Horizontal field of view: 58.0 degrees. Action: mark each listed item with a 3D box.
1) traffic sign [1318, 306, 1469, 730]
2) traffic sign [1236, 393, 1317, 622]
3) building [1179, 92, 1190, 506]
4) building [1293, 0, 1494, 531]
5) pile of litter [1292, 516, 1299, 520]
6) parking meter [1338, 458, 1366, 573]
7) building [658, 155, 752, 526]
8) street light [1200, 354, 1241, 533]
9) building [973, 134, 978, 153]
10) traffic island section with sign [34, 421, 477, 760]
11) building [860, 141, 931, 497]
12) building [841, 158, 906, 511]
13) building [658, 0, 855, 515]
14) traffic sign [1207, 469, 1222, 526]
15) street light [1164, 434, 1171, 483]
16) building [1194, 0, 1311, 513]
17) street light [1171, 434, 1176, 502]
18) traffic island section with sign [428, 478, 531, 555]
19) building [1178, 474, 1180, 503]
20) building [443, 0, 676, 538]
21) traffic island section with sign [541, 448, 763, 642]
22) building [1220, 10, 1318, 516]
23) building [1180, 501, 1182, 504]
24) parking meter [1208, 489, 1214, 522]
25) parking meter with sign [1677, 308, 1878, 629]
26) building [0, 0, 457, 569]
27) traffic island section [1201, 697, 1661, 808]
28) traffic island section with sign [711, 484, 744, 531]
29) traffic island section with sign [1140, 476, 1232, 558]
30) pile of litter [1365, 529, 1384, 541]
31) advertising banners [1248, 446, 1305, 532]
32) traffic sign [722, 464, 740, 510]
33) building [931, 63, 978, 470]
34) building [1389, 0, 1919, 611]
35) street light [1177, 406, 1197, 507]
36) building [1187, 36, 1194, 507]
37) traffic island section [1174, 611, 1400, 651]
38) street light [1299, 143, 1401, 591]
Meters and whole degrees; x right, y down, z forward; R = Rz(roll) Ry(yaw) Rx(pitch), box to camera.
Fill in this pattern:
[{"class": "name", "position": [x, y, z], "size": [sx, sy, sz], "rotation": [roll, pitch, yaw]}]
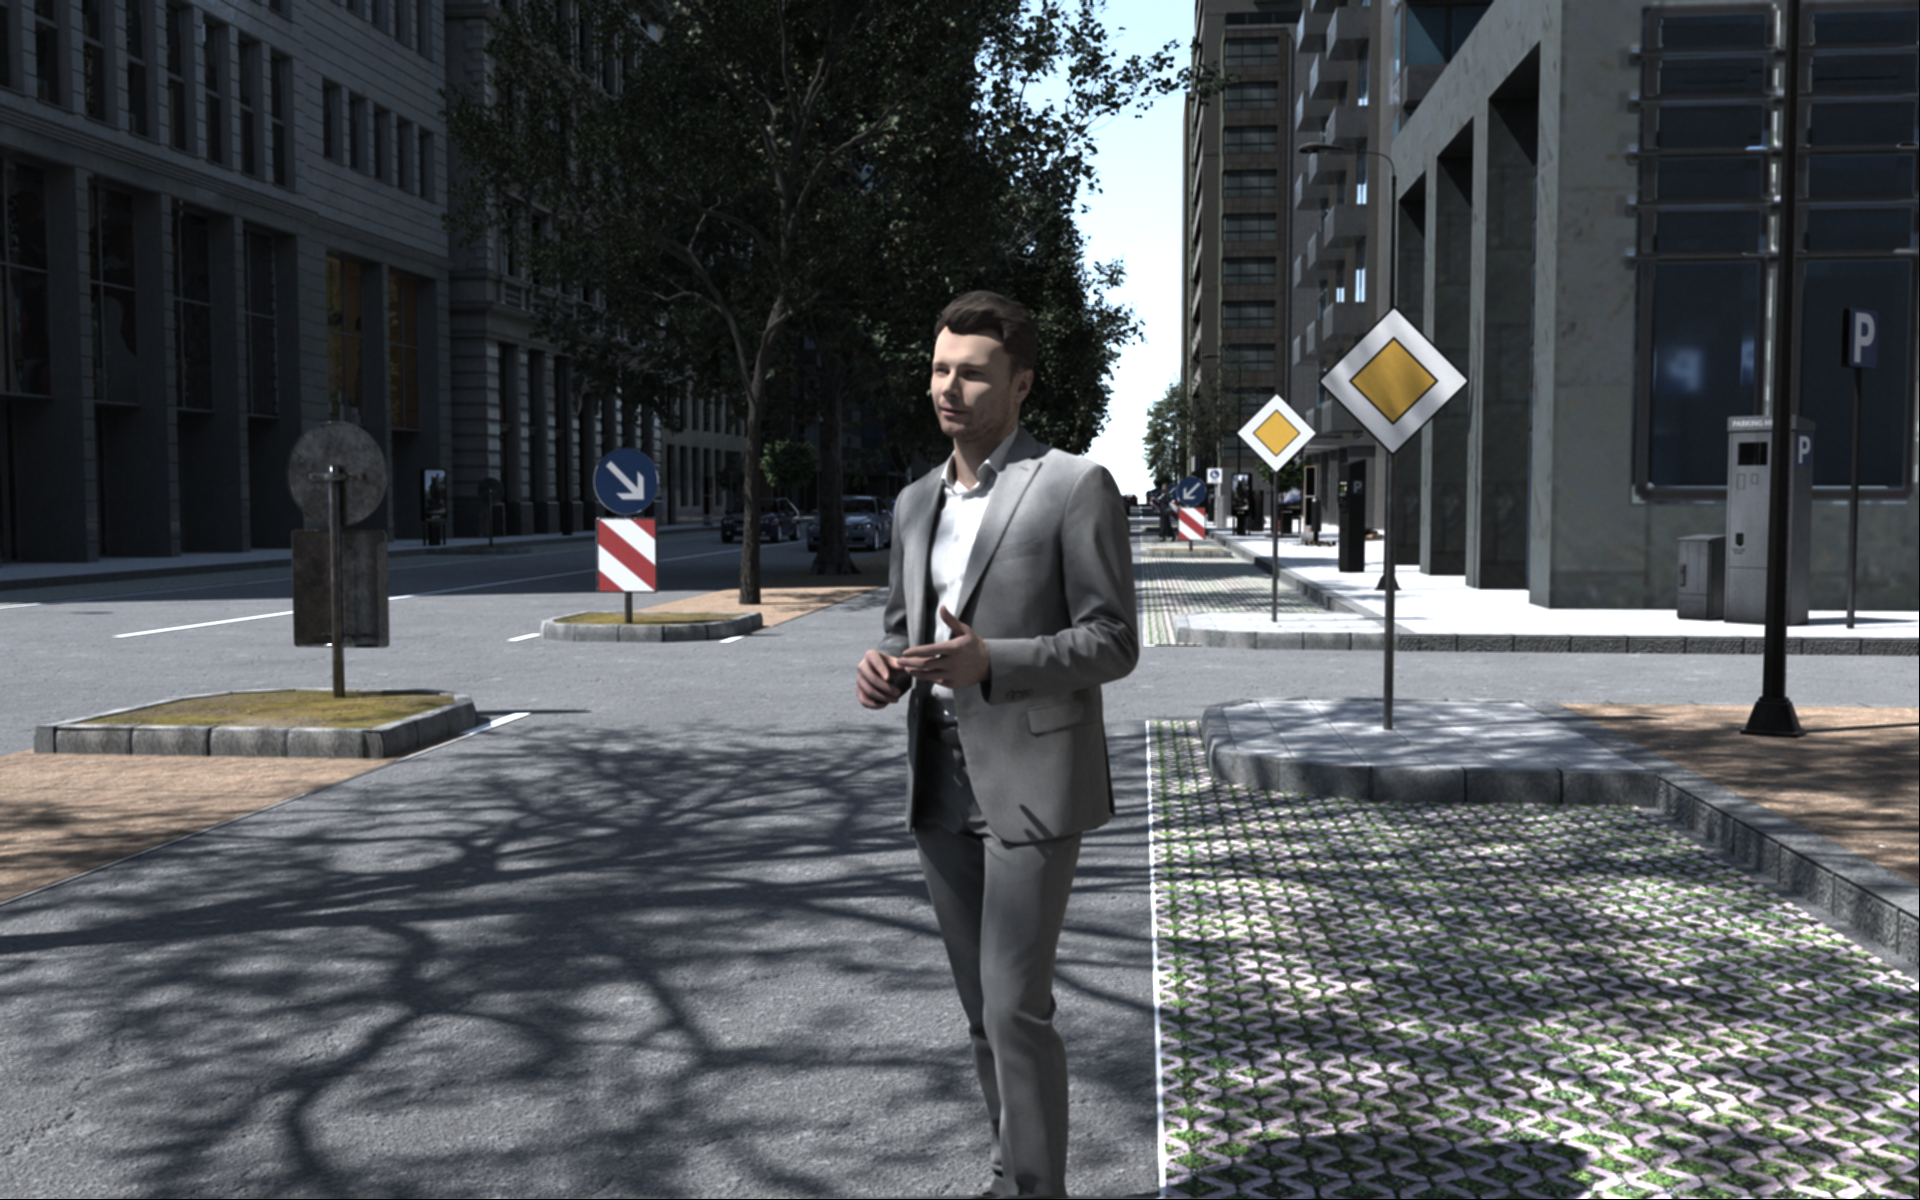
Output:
[{"class": "traffic sign", "position": [2.328, -0.350, 9.369], "size": [0.795, 2.450, 0.064], "rotation": [0, 4, 6]}, {"class": "traffic sign", "position": [3.152, -0.836, 17.311], "size": [0.795, 2.450, 0.064], "rotation": [0, 4, 6]}, {"class": "building", "position": [31.176, -32.943, 188.722], "size": [14.600, 45.320, 14.200], "rotation": [0, 4, 6]}, {"class": "building", "position": [25.297, -27.439, 68.243], "size": [23.786, 49.044, 30.456], "rotation": [0, 4, 6]}, {"class": "pile of litter", "position": [16.417, -4.503, 87.585], "size": [1.719, 0.858, 1.176], "rotation": [1, 4, 16]}, {"class": "parking meter", "position": [6.417, -1.386, 28.375], "size": [0.399, 1.863, 0.255], "rotation": [-2, 4, -25]}, {"class": "building", "position": [-16.291, -13.659, 78.083], "size": [10.420, 20.320, 16.860], "rotation": [0, 4, 6]}, {"class": "street light", "position": [8.745, -5.205, 57.642], "size": [1.470, 5.913, 1.316], "rotation": [0, 4, 6]}, {"class": "building", "position": [-7.052, -36.833, 221.832], "size": [23.786, 49.044, 30.456], "rotation": [0, 4, 6]}, {"class": "traffic island section with sign", "position": [-3.993, -0.135, 10.339], "size": [2.006, 1.907, 1.989], "rotation": [0, 4, 6]}, {"class": "building", "position": [-10.340, -30.900, 155.324], "size": [14.600, 45.320, 14.200], "rotation": [0, 4, 6]}, {"class": "building", "position": [-20.934, -27.224, 136.991], "size": [32.217, 40.220, 23.993], "rotation": [0, 4, 6]}, {"class": "building", "position": [-18.883, -27.838, 109.774], "size": [22.147, 44.769, 28.867], "rotation": [0, 4, 6]}, {"class": "traffic sign", "position": [10.166, -4.100, 69.169], "size": [0.606, 2.300, 0.079], "rotation": [1, 4, 9]}, {"class": "street light", "position": [16.663, -9.841, 133.433], "size": [1.470, 5.913, 1.316], "rotation": [0, 4, 6]}, {"class": "building", "position": [27.857, -30.657, 124.939], "size": [21.300, 48.544, 21.600], "rotation": [0, 4, 6]}, {"class": "street light", "position": [12.916, -7.706, 98.542], "size": [1.470, 5.913, 1.316], "rotation": [0, 4, 6]}, {"class": "traffic island section with sign", "position": [-11.410, -2.009, 41.479], "size": [1.989, 1.847, 2.006], "rotation": [0, 4, 6]}, {"class": "building", "position": [41.152, -56.233, 232.084], "size": [22.319, 86.520, 31.000], "rotation": [0, 4, 6]}, {"class": "building", "position": [-17.556, -14.115, 59.653], "size": [11.050, 23.489, 19.941], "rotation": [0, 4, 6]}, {"class": "traffic island section with sign", "position": [-3.219, -0.585, 17.706], "size": [2.006, 1.907, 1.989], "rotation": [0, 4, 6]}, {"class": "building", "position": [23.034, -20.532, 107.405], "size": [14.160, 30.474, 14.107], "rotation": [0, 4, 6]}, {"class": "building", "position": [37.355, -35.647, 206.523], "size": [21.300, 48.544, 21.600], "rotation": [0, 4, 6]}, {"class": "parking meter", "position": [11.663, -4.392, 80.225], "size": [0.372, 1.533, 0.369], "rotation": [0, 3, 0]}, {"class": "parking meter with sign", "position": [7.993, -1.274, 17.091], "size": [0.543, 3.016, 1.738], "rotation": [-3, 4, -38]}, {"class": "building", "position": [-21.458, -15.744, 34.905], "size": [11.434, 29.767, 29.804], "rotation": [0, 4, 6]}, {"class": "traffic island section", "position": [2.352, 0.785, 9.443], "size": [2.009, 0.180, 2.903], "rotation": [0, 4, 6]}, {"class": "traffic island section with sign", "position": [-8.628, -3.649, 68.291], "size": [1.989, 1.847, 2.006], "rotation": [0, 4, 6]}, {"class": "traffic island section with sign", "position": [5.146, -1.887, 39.488], "size": [1.989, 1.847, 2.006], "rotation": [0, 4, 6]}, {"class": "pile of litter", "position": [11.286, -2.097, 48.245], "size": [1.176, 0.858, 1.719], "rotation": [3, 5, 40]}, {"class": "advertising banners", "position": [10.811, -3.844, 59.043], "size": [2.074, 3.025, 0.090], "rotation": [-1, 4, -14]}, {"class": "traffic sign", "position": [-9.752, -4.503, 73.725], "size": [0.768, 2.556, 0.104], "rotation": [1, 4, 10]}, {"class": "building", "position": [-13.170, -36.944, 193.276], "size": [28.713, 52.752, 27.495], "rotation": [0, 4, 6]}, {"class": "building", "position": [23.142, -43.640, 26.181], "size": [31.000, 86.520, 22.319], "rotation": [0, 4, 6]}, {"class": "street light", "position": [12.348, -7.299, 91.873], "size": [1.470, 5.913, 1.316], "rotation": [0, 4, 6]}, {"class": "building", "position": [27.894, -29.012, 157.934], "size": [14.154, 41.232, 14.086], "rotation": [0, 4, 6]}, {"class": "traffic island section", "position": [3.176, 0.299, 17.386], "size": [2.009, 0.180, 2.903], "rotation": [0, 4, 6]}, {"class": "street light", "position": [5.182, -3.088, 23.038], "size": [1.470, 5.913, 1.316], "rotation": [0, 4, 6]}]
